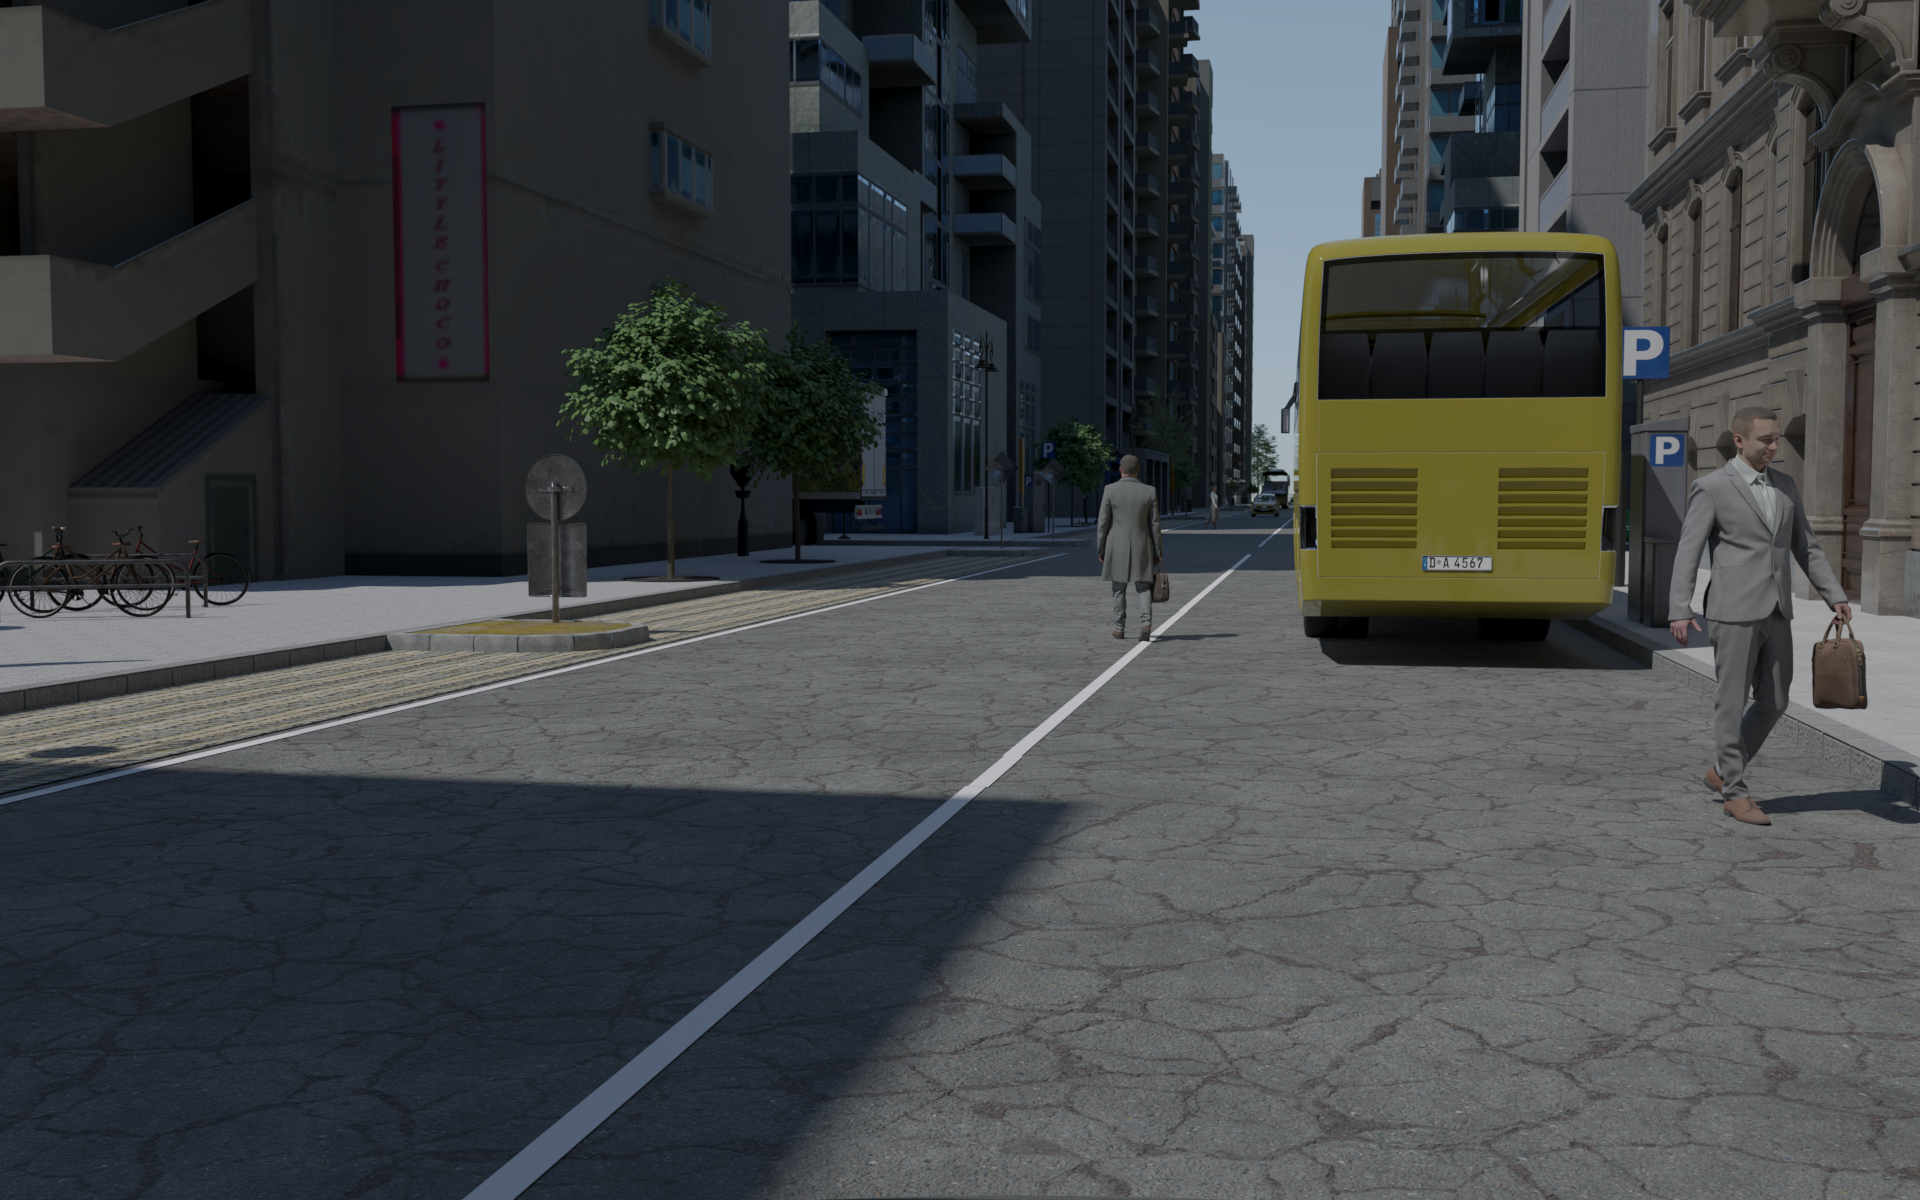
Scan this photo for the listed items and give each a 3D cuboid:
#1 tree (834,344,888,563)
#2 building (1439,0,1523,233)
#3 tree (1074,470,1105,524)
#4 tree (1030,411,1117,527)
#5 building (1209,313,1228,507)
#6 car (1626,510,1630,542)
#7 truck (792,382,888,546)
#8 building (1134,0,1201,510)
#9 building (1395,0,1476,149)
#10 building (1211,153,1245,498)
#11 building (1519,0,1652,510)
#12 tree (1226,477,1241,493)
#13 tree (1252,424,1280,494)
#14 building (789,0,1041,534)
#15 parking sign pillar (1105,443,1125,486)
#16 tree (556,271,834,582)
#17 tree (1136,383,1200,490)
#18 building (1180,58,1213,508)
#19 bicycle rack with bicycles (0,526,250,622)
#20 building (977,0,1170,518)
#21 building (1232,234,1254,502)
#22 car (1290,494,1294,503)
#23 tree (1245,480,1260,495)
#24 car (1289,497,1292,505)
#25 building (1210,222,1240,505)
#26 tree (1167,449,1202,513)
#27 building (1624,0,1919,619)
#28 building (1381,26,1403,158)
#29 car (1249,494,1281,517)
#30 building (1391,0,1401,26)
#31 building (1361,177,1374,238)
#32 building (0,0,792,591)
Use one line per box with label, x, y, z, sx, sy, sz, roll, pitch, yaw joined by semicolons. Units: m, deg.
tree;-3.099;-2.984;32.503;4.285;4.588;4.351;0;3;0
building;34.472;-47.530;89.791;22.319;86.520;31.000;1;4;12
tree;5.524;-4.863;74.103;1.663;3.219;1.824;0;3;0
tree;4.437;-5.142;67.792;4.285;4.588;4.351;0;3;0
building;13.538;-20.659;182.806;27.650;21.520;28.899;1;4;12
car;18.425;-2.032;42.015;4.718;1.807;1.959;1;4;10
truck;-7.658;-3.483;45.860;11.283;4.237;2.839;1;4;13
building;7.563;-29.646;139.342;22.147;44.769;28.867;1;4;12
building;46.710;-31.800;139.541;23.786;49.044;30.456;1;4;12
building;28.245;-38.286;245.581;23.786;49.044;30.456;1;4;12
building;32.462;-31.125;50.893;28.212;58.520;21.231;1;4;12
tree;31.192;-12.490;198.809;1.663;3.219;1.824;0;3;0
tree;47.867;-22.056;278.744;7.486;12.596;7.792;0;3;0
building;-8.157;-46.306;69.776;22.319;86.520;31.000;1;4;12
parking sign pillar;8.227;-6.240;90.497;1.447;3.967;1.447;2;4;29
tree;-4.222;-2.570;25.733;4.285;4.588;4.351;0;3;0
tree;13.699;-10.090;115.328;4.737;8.622;4.395;0;3;0
building;15.658;-29.117;159.665;14.154;41.232;14.086;1;4;12
bicycle rack with bicycles;-9.276;-0.314;18.516;2.925;0.926;2.852;-1;4;-17
building;1.981;-40.633;102.604;20.563;71.187;20.611;1;4;12
building;37.736;-35.655;266.554;14.154;41.232;14.086;1;4;12
car;47.960;-14.729;251.036;2.015;1.641;3.980;1;4;12
tree;39.790;-14.853;237.450;1.663;3.219;1.824;0;3;0
car;40.954;-12.858;219.022;1.959;1.807;4.718;1;4;10
building;19.210;-32.294;219.892;32.217;40.220;23.993;1;4;12
tree;15.023;-8.308;119.543;4.285;4.588;4.351;0;3;0
building;15.671;-12.160;17.906;14.460;24.649;34.723;1;4;12
building;46.769;-31.353;162.726;14.600;45.320;14.200;1;4;12
car;19.401;-6.105;110.045;2.015;1.641;3.980;1;4;12
building;52.831;-45.286;178.672;20.563;71.187;20.611;1;4;12
building;61.899;-35.886;236.845;14.600;45.320;14.200;1;4;12
building;-16.450;-24.949;31.614;21.600;48.544;21.300;1;4;12
